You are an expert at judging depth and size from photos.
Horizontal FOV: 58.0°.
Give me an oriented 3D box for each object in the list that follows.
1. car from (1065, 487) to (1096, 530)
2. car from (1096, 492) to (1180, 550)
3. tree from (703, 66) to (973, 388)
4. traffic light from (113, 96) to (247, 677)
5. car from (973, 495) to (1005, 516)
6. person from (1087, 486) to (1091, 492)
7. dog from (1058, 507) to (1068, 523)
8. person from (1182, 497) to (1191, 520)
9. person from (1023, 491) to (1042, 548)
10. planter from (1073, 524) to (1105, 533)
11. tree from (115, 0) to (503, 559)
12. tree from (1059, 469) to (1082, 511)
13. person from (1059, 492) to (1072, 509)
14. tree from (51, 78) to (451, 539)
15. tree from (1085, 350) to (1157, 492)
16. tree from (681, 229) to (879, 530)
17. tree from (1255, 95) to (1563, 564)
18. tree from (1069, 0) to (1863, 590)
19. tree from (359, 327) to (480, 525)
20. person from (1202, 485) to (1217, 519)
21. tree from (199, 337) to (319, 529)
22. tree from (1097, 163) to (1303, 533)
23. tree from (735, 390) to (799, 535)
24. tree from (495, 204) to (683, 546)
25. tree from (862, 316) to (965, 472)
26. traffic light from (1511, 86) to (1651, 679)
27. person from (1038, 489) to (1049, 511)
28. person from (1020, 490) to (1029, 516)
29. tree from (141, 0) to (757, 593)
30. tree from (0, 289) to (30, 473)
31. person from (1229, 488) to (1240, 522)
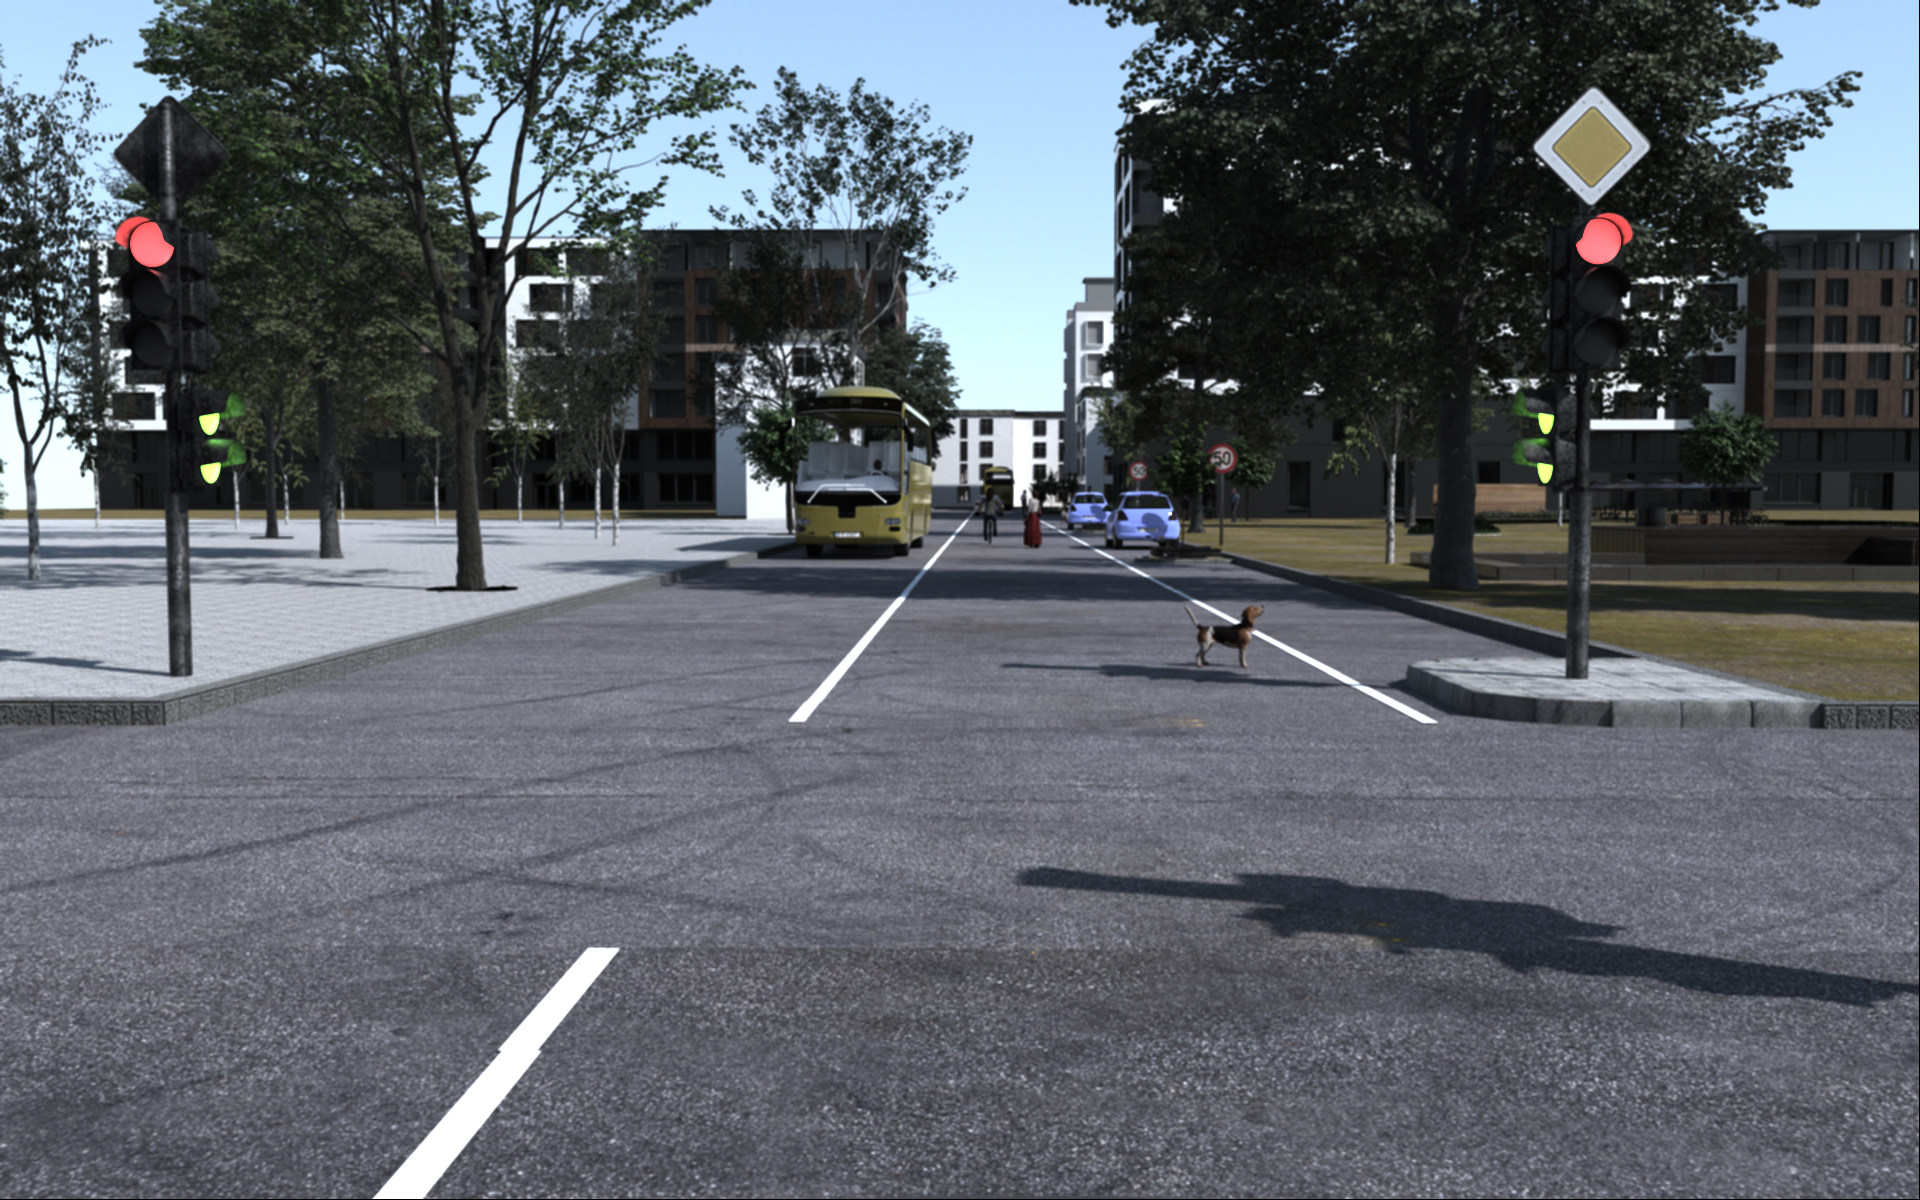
[{"bbox_3d":[5.186,-3.682,69.790,1.945,1.707,3.694,0,4,3],"label":"car"},{"bbox_3d":[4.793,-2.223,45.931,1.945,1.707,3.694,0,4,0],"label":"car"},{"bbox_3d":[-5.590,-13.506,76.711,12.611,20.169,13.585,0,3,0],"label":"tree"},{"bbox_3d":[-5.480,-1.398,12.104,0.839,4.213,0.868,0,4,1],"label":"traffic light"},{"bbox_3d":[1.884,-6.146,112.848,2.083,1.381,4.827,0,4,3],"label":"car"},{"bbox_3d":[8.211,-6.326,109.559,0.705,1.814,1.350,2,4,31],"label":"person"},{"bbox_3d":[5.232,-4.137,84.477,0.800,0.831,0.513,2,4,31],"label":"dog"},{"bbox_3d":[11.119,-4.580,84.154,0.697,1.427,0.421,3,4,36],"label":"person"},{"bbox_3d":[1.942,-2.142,45.986,0.523,1.526,0.387,-3,4,-37],"label":"person"},{"bbox_3d":[5.187,-2.630,64.145,1.991,0.319,1.994,0,4,1],"label":"planter"},{"bbox_3d":[-12.689,-7.076,33.825,7.486,12.596,7.792,0,3,0],"label":"tree"},{"bbox_3d":[8.256,-8.414,132.169,1.663,3.219,1.824,0,3,0],"label":"tree"},{"bbox_3d":[8.823,-8.535,145.686,1.348,1.812,0.705,3,5,39],"label":"person"},{"bbox_3d":[-19.883,-8.525,49.746,12.009,13.543,11.850,0,3,0],"label":"tree"},{"bbox_3d":[8.015,-7.955,80.428,4.737,8.622,4.395,0,3,0],"label":"tree"},{"bbox_3d":[-6.415,-7.792,61.804,7.601,10.594,8.767,-1,4,-14],"label":"tree"},{"bbox_3d":[7.740,-4.983,31.829,4.737,8.622,4.395,0,3,0],"label":"tree"},{"bbox_3d":[6.585,-7.121,23.090,9.857,13.997,8.962,0,3,0],"label":"tree"},{"bbox_3d":[-22.157,-7.455,72.258,4.360,8.622,3.978,0,3,0],"label":"tree"},{"bbox_3d":[12.670,-4.987,88.411,1.217,1.723,0.721,-2,4,-34],"label":"person"},{"bbox_3d":[-28.029,-7.404,71.422,4.737,8.622,4.395,0,3,0],"label":"tree"},{"bbox_3d":[7.836,-8.258,57.068,6.751,12.117,7.091,0,3,0],"label":"tree"},{"bbox_3d":[-5.387,-4.336,54.609,4.285,4.588,4.351,0,3,0],"label":"tree"},{"bbox_3d":[-8.649,-5.647,42.698,4.360,8.622,3.978,0,3,0],"label":"tree"},{"bbox_3d":[-4.538,-13.363,125.138,9.857,13.997,8.962,0,3,0],"label":"tree"},{"bbox_3d":[4.280,-1.389,11.958,0.839,4.213,0.868,0,4,1],"label":"traffic light"},{"bbox_3d":[5.407,-6.629,116.898,1.348,1.822,0.705,2,4,26],"label":"person"},{"bbox_3d":[4.325,-6.485,115.462,0.436,1.711,0.756,-1,4,-17],"label":"person"},{"bbox_3d":[-6.522,-5.938,22.845,9.928,11.665,9.643,0,3,0],"label":"tree"},{"bbox_3d":[-21.400,-5.194,35.277,4.737,8.622,4.395,0,3,0],"label":"tree"},{"bbox_3d":[12.390,-4.285,78.310,0.429,1.552,0.499,0,4,-5],"label":"person"}]
